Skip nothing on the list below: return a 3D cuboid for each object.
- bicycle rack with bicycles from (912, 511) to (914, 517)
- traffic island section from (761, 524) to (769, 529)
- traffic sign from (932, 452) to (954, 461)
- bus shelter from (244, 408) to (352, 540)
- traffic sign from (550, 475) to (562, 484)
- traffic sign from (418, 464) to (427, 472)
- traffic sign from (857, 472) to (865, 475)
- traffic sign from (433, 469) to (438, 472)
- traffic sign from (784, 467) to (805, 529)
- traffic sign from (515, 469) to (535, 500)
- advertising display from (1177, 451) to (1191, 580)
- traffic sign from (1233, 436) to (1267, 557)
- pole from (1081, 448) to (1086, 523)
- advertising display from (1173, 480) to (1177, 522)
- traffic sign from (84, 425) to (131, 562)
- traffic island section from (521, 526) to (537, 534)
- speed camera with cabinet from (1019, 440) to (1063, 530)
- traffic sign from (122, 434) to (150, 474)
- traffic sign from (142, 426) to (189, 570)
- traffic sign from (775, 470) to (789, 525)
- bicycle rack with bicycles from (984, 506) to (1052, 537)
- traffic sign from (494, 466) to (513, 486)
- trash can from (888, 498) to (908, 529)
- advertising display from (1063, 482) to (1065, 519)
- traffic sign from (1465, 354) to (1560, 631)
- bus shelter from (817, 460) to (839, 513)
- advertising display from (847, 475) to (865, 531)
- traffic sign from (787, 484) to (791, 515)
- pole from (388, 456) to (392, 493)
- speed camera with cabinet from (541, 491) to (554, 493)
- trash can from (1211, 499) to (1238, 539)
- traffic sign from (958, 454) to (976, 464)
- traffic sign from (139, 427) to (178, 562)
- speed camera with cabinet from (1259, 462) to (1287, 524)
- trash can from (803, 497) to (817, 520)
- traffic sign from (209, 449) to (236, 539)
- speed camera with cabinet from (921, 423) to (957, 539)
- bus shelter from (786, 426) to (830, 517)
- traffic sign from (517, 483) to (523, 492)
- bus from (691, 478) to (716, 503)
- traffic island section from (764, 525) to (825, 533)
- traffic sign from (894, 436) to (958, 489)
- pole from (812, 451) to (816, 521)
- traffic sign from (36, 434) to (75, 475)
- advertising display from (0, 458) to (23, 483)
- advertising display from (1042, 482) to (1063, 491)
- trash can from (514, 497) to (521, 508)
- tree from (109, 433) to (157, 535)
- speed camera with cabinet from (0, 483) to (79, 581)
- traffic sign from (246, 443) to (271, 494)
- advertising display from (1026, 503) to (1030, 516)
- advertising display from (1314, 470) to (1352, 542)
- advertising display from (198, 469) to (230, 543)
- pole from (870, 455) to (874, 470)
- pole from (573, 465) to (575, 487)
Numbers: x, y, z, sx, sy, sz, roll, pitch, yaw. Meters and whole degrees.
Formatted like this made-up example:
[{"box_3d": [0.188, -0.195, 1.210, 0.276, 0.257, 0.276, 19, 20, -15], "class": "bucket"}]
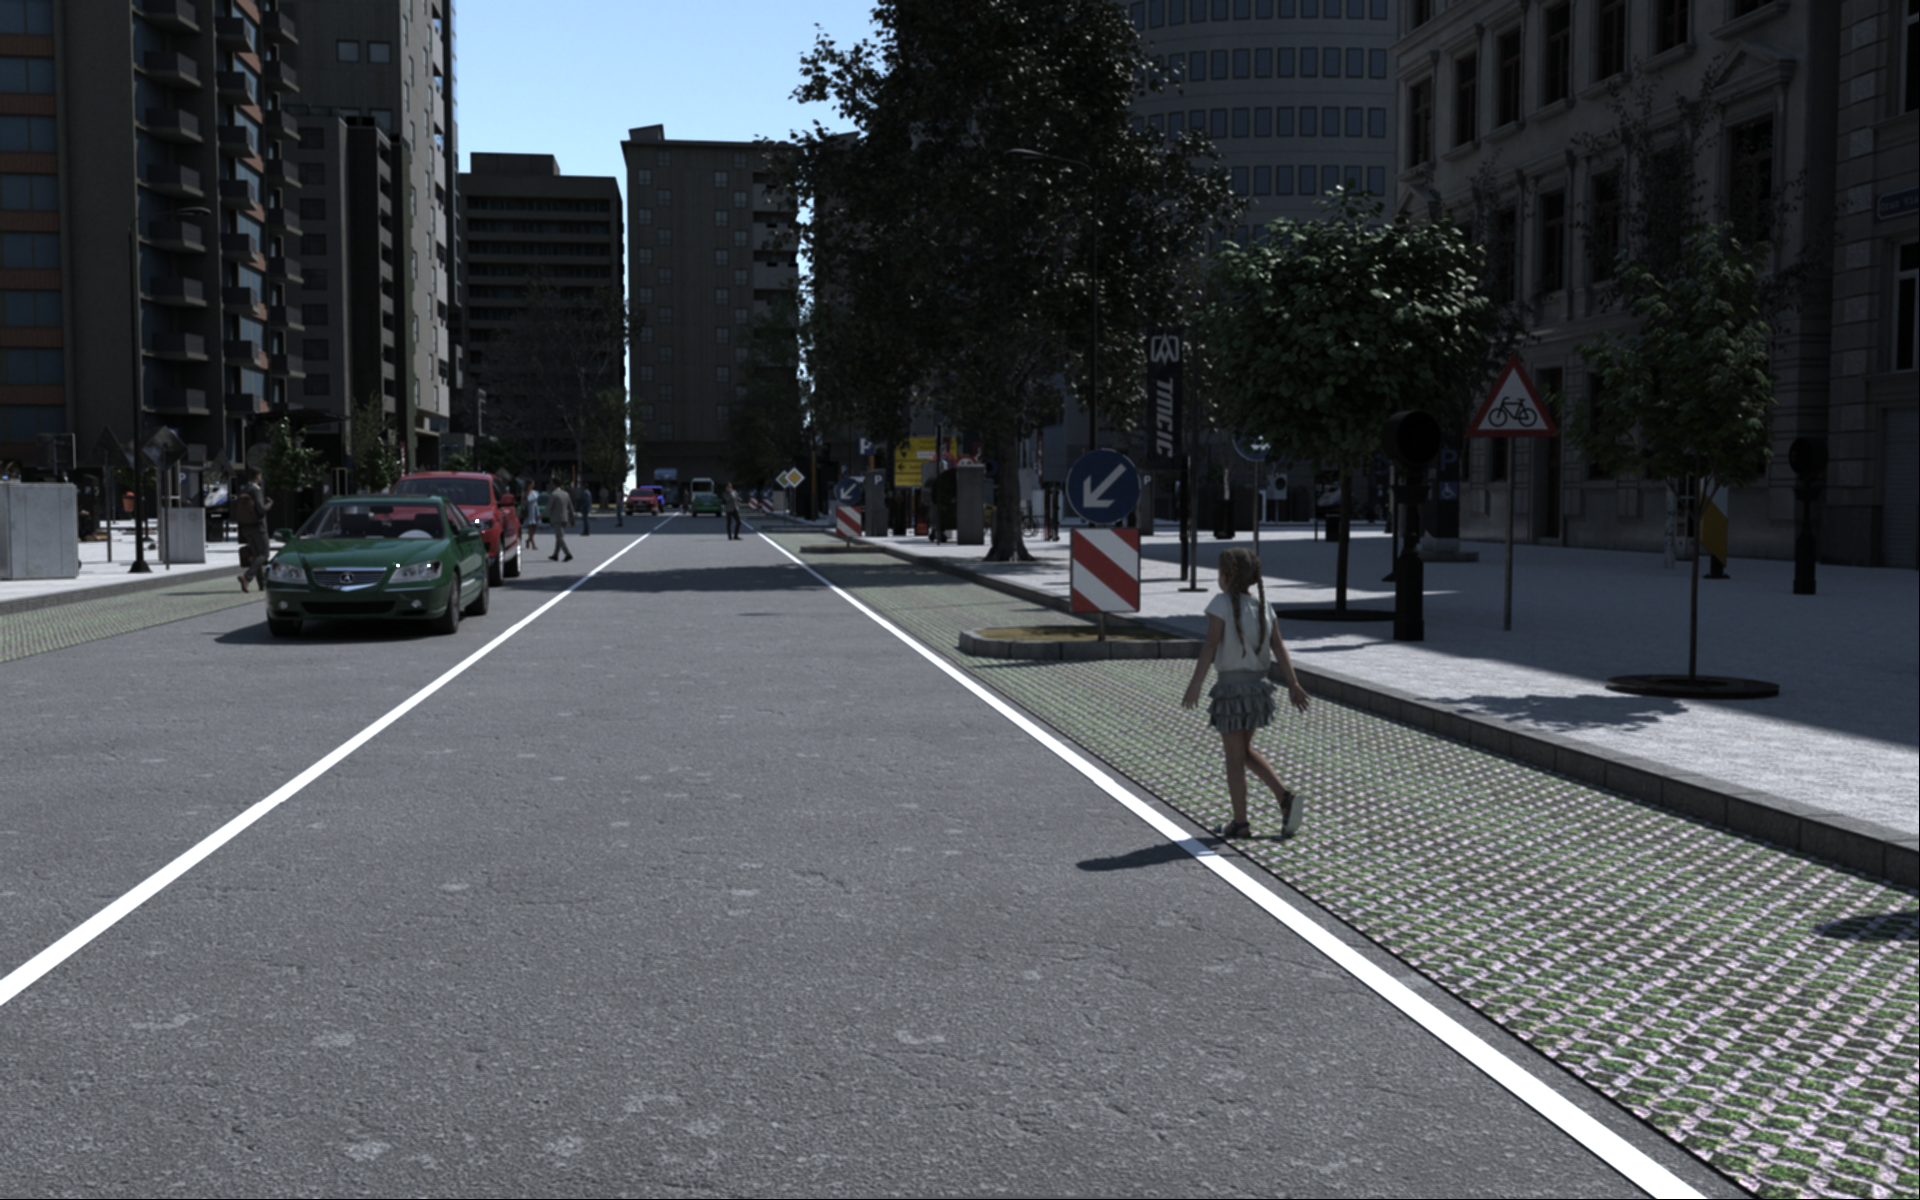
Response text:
[{"box_3d": [-2.134, -5.033, 95.667, 2.925, 0.926, 2.852, 0, 4, 5], "class": "bicycle rack with bicycles"}, {"box_3d": [-7.252, -3.036, 71.926, 2.009, 0.180, 2.903, -1, 4, -8], "class": "traffic island section"}, {"box_3d": [-0.489, -3.170, 51.929, 0.768, 2.556, 0.104, 0, 4, -6], "class": "traffic sign"}, {"box_3d": [-19.082, -3.609, 50.284, 1.731, 3.624, 6.357, -1, 4, -8], "class": "bus shelter"}, {"box_3d": [-26.825, -7.027, 114.991, 0.768, 2.556, 0.104, 0, 4, -4], "class": "traffic sign"}, {"box_3d": [-22.911, -4.516, 73.846, 0.884, 2.594, 0.081, 0, 4, -3], "class": "traffic sign"}, {"box_3d": [-5.598, -6.084, 99.581, 0.768, 2.556, 0.104, 0, 4, -5], "class": "traffic sign"}, {"box_3d": [-23.850, -4.749, 78.836, 0.795, 2.450, 0.064, 0, 4, -4], "class": "traffic sign"}, {"box_3d": [-6.108, -3.688, 63.945, 0.795, 2.450, 0.064, -1, 4, -8], "class": "traffic sign"}, {"box_3d": [-17.659, -4.079, 70.338, 0.795, 2.450, 0.064, -1, 4, -8], "class": "traffic sign"}, {"box_3d": [3.400, -1.279, 26.133, 0.123, 1.923, 0.974, 1, 4, 10], "class": "advertising display"}, {"box_3d": [4.564, -1.624, 26.658, 0.768, 2.556, 0.104, 0, 4, 0], "class": "traffic sign"}, {"box_3d": [5.438, -5.037, 76.202, 0.158, 3.312, 0.155, 0, 3, 0], "class": "pole"}, {"box_3d": [10.059, -4.601, 80.443, 0.123, 1.923, 0.974, 1, 4, 20], "class": "advertising display"}, {"box_3d": [-15.957, -1.983, 32.428, 0.884, 2.594, 0.081, 0, 4, 0], "class": "traffic sign"}, {"box_3d": [-16.515, -2.460, 62.497, 2.009, 0.180, 2.903, -1, 4, -8], "class": "traffic island section"}, {"box_3d": [2.889, -4.336, 65.231, 0.660, 3.252, 2.038, -3, 4, -38], "class": "speed camera with cabinet"}, {"box_3d": [-15.635, -1.948, 33.029, 0.795, 2.450, 0.064, 0, 4, -7], "class": "traffic sign"}, {"box_3d": [-13.399, -1.715, 29.224, 0.795, 2.450, 0.064, 0, 4, 1], "class": "traffic sign"}, {"box_3d": [-7.274, -4.171, 71.845, 0.795, 2.450, 0.064, -1, 4, -8], "class": "traffic sign"}, {"box_3d": [1.536, -2.395, 52.541, 2.852, 0.926, 2.925, -2, 4, -31], "class": "bicycle rack with bicycles"}, {"box_3d": [-16.493, -3.596, 62.438, 0.795, 2.450, 0.064, -1, 4, -8], "class": "traffic sign"}, {"box_3d": [-2.265, -3.141, 63.012, 0.748, 1.137, 0.748, 0, 3, 0], "class": "trash can"}, {"box_3d": [5.426, -5.223, 90.602, 0.123, 1.923, 0.974, 0, 4, 5], "class": "advertising display"}, {"box_3d": [5.150, -0.992, 16.218, 0.884, 2.594, 0.081, 0, 4, -1], "class": "traffic sign"}, {"box_3d": [-9.344, -7.819, 119.131, 1.731, 3.624, 6.357, -1, 4, -8], "class": "bus shelter"}, {"box_3d": [-3.400, -3.322, 59.522, 0.974, 1.923, 0.123, -1, 4, -22], "class": "advertising display"}, {"box_3d": [-10.258, -6.272, 104.672, 0.606, 2.300, 0.079, 0, 4, -7], "class": "traffic sign"}, {"box_3d": [-29.444, -5.853, 89.543, 0.158, 3.312, 0.155, 0, 3, 0], "class": "pole"}, {"box_3d": [-31.323, -8.437, 132.284, 2.038, 3.252, 0.660, 0, 4, 7], "class": "speed camera with cabinet"}, {"box_3d": [7.502, -2.293, 49.142, 0.748, 1.137, 0.748, 0, 3, 0], "class": "trash can"}, {"box_3d": [0.191, -3.403, 55.744, 0.768, 2.556, 0.104, 0, 4, -3], "class": "traffic sign"}, {"box_3d": [-15.162, -2.001, 32.818, 0.768, 2.556, 0.104, 0, 4, -6], "class": "traffic sign"}, {"box_3d": [13.028, -4.893, 74.329, 2.038, 3.252, 0.660, -2, 4, -25], "class": "speed camera with cabinet"}, {"box_3d": [-7.321, -4.467, 84.682, 0.748, 1.137, 0.748, 0, 3, 0], "class": "trash can"}, {"box_3d": [-21.274, -3.052, 49.898, 0.884, 2.594, 0.081, 0, 4, 0], "class": "traffic sign"}, {"box_3d": [-0.522, -3.332, 48.815, 0.660, 3.252, 2.038, 1, 4, 17], "class": "speed camera with cabinet"}, {"box_3d": [-8.802, -7.449, 99.428, 2.179, 5.291, 8.768, -1, 4, -8], "class": "bus shelter"}, {"box_3d": [-27.916, -6.752, 110.504, 0.768, 2.556, 0.104, 0, 4, 0], "class": "traffic sign"}, {"box_3d": [-30.913, -13.057, 208.336, 2.948, 3.499, 13.247, 0, 4, -8], "class": "bus"}, {"box_3d": [-6.085, -2.553, 64.026, 2.009, 0.180, 2.903, -1, 4, -8], "class": "traffic island section"}, {"box_3d": [-1.190, -4.087, 60.702, 2.265, 3.308, 0.079, 0, 4, -2], "class": "traffic sign"}, {"box_3d": [-6.874, -5.353, 81.368, 0.158, 3.312, 0.155, 0, 3, 0], "class": "pole"}, {"box_3d": [-15.295, -1.663, 29.320, 0.606, 2.300, 0.079, 0, 4, -4], "class": "traffic sign"}, {"box_3d": [-17.191, -1.579, 31.038, 0.123, 1.923, 0.974, 1, 4, 14], "class": "advertising display"}, {"box_3d": [4.701, -5.149, 89.394, 0.974, 1.923, 0.123, 1, 4, 16], "class": "advertising display"}, {"box_3d": [-24.580, -5.177, 96.292, 0.748, 1.137, 0.748, 0, 3, 0], "class": "trash can"}, {"box_3d": [-26.057, -3.707, 55.209, 1.663, 3.219, 1.824, 0, 3, 0], "class": "tree"}, {"box_3d": [-14.272, -1.915, 25.652, 0.660, 3.252, 2.038, 3, 5, 45], "class": "speed camera with cabinet"}, {"box_3d": [-17.389, -2.634, 43.172, 0.768, 2.556, 0.104, 0, 4, -7], "class": "traffic sign"}, {"box_3d": [3.487, -5.070, 88.108, 0.974, 1.923, 0.123, 2, 4, 31], "class": "advertising display"}, {"box_3d": [10.008, -2.525, 46.503, 0.974, 1.923, 0.123, 1, 4, 8], "class": "advertising display"}, {"box_3d": [-19.702, -2.481, 45.780, 0.123, 1.923, 0.974, 1, 4, 19], "class": "advertising display"}, {"box_3d": [-3.157, -4.184, 62.260, 0.158, 3.312, 0.155, 0, 3, 0], "class": "pole"}, {"box_3d": [-26.916, -7.749, 120.541, 0.158, 3.312, 0.155, 0, 3, 0], "class": "pole"}]
